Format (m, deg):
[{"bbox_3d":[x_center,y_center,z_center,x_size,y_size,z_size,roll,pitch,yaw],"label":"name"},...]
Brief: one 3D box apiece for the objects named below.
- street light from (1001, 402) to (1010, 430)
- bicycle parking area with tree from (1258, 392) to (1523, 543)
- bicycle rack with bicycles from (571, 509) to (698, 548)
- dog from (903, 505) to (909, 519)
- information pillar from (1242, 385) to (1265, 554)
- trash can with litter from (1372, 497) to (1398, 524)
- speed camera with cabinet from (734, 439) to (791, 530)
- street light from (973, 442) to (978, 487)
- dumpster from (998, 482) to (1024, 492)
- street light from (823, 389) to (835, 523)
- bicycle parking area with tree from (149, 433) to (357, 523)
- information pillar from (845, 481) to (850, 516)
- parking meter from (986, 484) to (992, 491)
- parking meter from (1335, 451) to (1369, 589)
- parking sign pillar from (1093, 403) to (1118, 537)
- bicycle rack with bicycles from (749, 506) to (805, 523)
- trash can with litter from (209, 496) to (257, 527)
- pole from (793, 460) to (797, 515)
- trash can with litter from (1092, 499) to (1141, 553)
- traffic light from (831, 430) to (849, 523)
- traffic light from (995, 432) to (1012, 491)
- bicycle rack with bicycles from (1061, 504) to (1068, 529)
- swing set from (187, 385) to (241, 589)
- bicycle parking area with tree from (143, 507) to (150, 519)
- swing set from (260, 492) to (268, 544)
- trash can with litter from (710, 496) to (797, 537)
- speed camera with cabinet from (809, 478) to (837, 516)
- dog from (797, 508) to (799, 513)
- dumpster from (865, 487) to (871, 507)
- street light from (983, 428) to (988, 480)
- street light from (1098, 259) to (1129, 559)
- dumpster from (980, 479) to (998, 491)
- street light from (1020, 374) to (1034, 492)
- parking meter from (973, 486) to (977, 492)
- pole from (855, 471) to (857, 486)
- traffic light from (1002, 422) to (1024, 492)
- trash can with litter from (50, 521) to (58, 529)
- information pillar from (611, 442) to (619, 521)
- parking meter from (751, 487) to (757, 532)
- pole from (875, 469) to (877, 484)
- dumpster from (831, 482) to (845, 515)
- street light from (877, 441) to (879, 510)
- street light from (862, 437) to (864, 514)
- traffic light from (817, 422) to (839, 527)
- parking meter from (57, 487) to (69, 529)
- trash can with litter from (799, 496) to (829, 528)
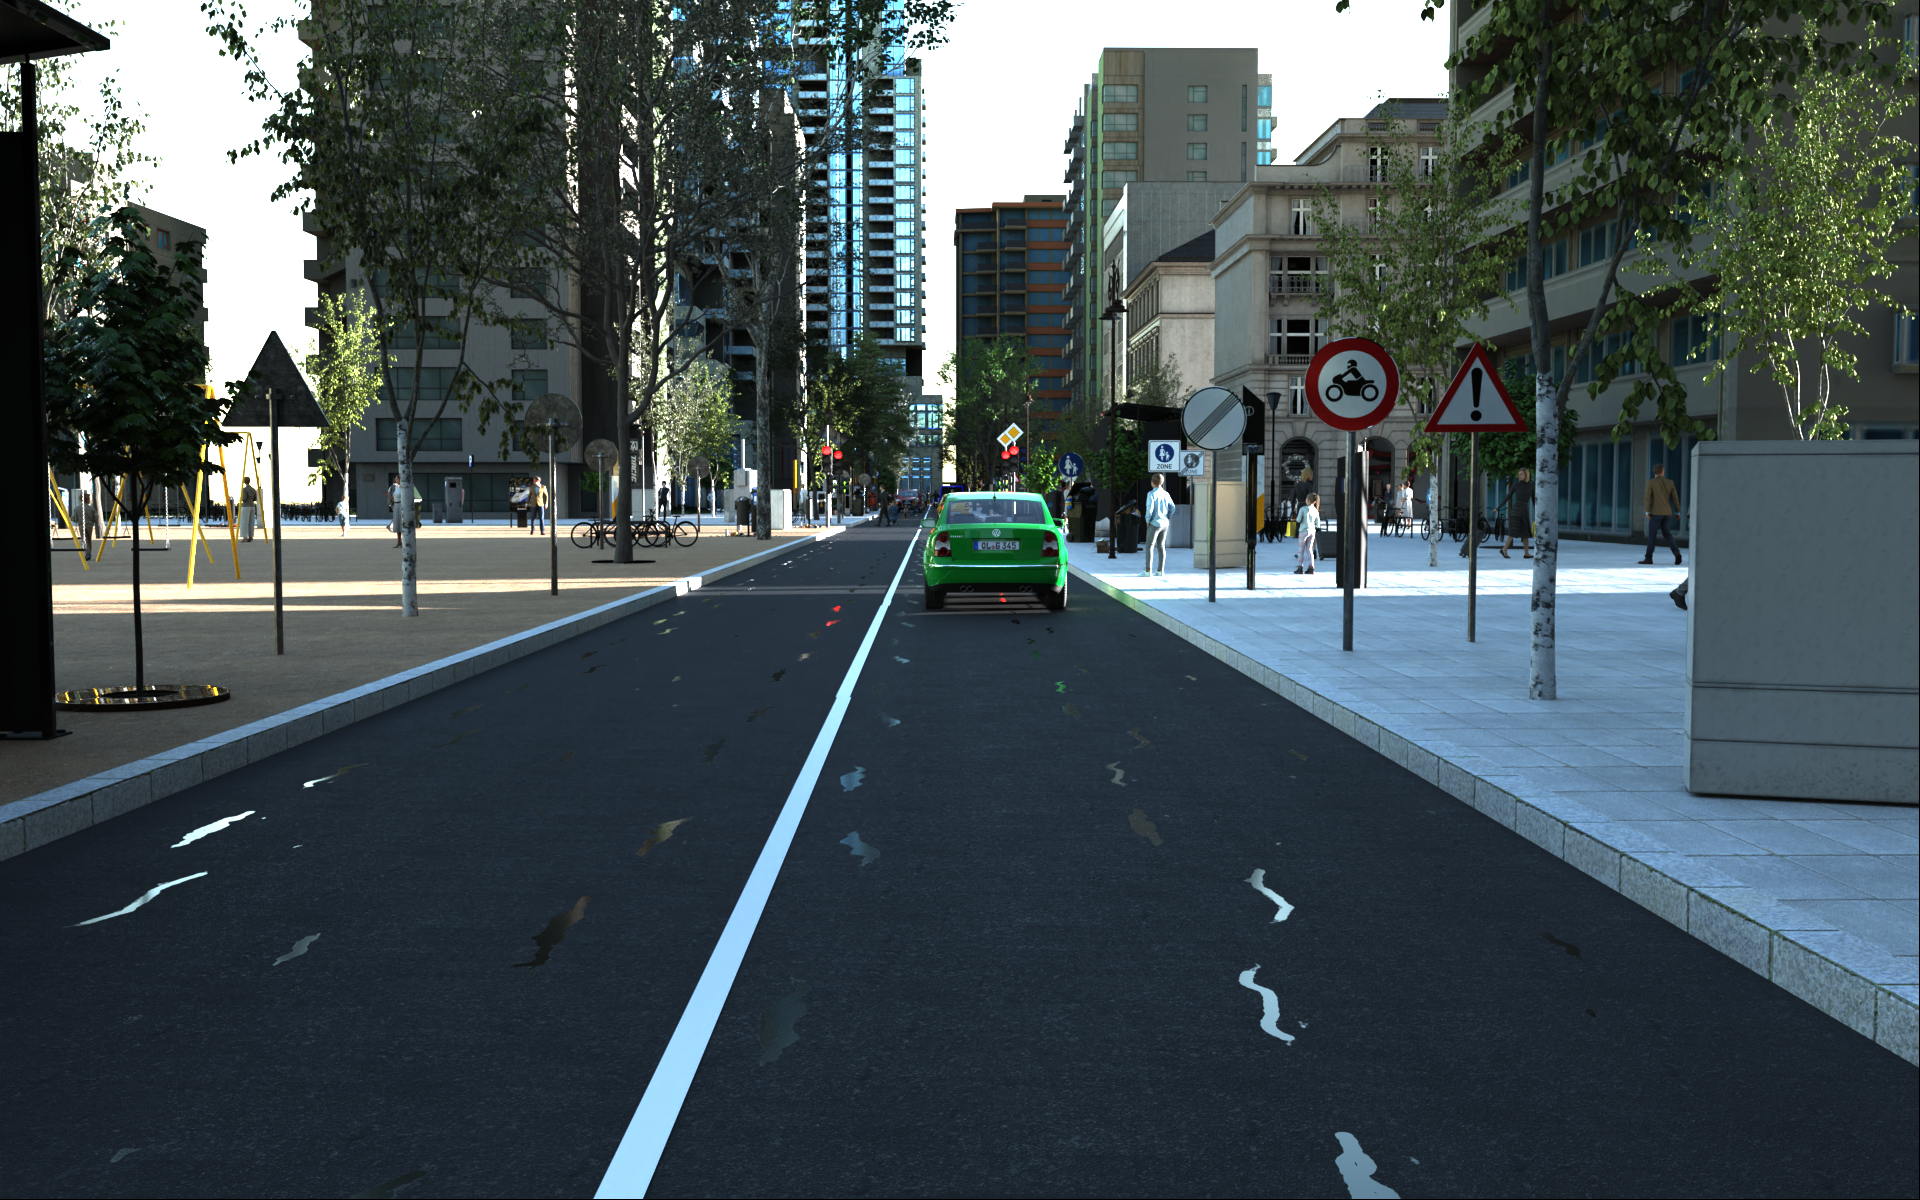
[{"bbox_3d":[2.296,-6.998,87.211,0.468,5.910,1.993,0,4,-1],"label":"street light"},{"bbox_3d":[11.393,-3.777,48.754,8.231,4.147,9.016,1,4,13],"label":"bicycle parking area with tree"},{"bbox_3d":[-7.829,-1.753,42.041,2.925,0.926,2.852,0,4,-6],"label":"bicycle rack with bicycles"},{"bbox_3d":[-3.015,-5.046,99.335,0.513,0.831,0.800,3,5,39],"label":"dog"},{"bbox_3d":[6.274,-2.800,37.141,0.504,3.616,0.183,1,4,14],"label":"information pillar"},{"bbox_3d":[18.509,-3.916,75.413,1.055,1.170,0.624,0,4,-4],"label":"trash can with litter"},{"bbox_3d":[-7.130,-4.170,62.511,2.038,3.252,0.660,1,4,21],"label":"speed camera with cabinet"},{"bbox_3d":[1.371,-10.882,150.700,0.468,5.910,1.993,0,4,-1],"label":"street light"},{"bbox_3d":[2.416,-4.549,80.133,1.264,1.857,1.865,0,4,-1],"label":"dumpster"},{"bbox_3d":[-5.789,-6.348,76.572,0.468,5.910,1.993,0,4,-1],"label":"street light"},{"bbox_3d":[-32.293,-5.722,80.558,8.231,4.147,9.016,-1,4,-15],"label":"bicycle parking area with tree"},{"bbox_3d":[-6.486,-5.833,99.866,0.304,2.012,0.304,0,4,-1],"label":"information pillar"},{"bbox_3d":[1.775,-6.069,104.940,0.255,1.863,0.399,-2,4,-27],"label":"parking meter"},{"bbox_3d":[5.338,-1.096,23.631,0.399,1.863,0.255,3,4,36],"label":"parking meter"},{"bbox_3d":[4.460,-3.876,51.852,1.447,3.967,1.447,-2,4,-24],"label":"parking sign pillar"},{"bbox_3d":[-8.217,-3.858,76.453,2.925,0.926,2.852,-2,4,-25],"label":"bicycle rack with bicycles"},{"bbox_3d":[-28.335,-3.434,67.198,1.678,1.210,2.233,-3,5,-44],"label":"trash can with litter"},{"bbox_3d":[-9.854,-6.699,103.380,0.158,3.312,0.155,0,3,0],"label":"pole"},{"bbox_3d":[3.401,-1.609,37.687,1.055,1.170,0.624,0,4,4],"label":"trash can with litter"},{"bbox_3d":[-5.288,-5.313,75.788,0.839,4.253,0.868,0,4,-1],"label":"traffic light"},{"bbox_3d":[1.972,-5.320,75.905,0.839,4.253,0.868,0,4,-1],"label":"traffic light"},{"bbox_3d":[4.716,-3.043,63.134,2.852,0.926,2.925,3,4,36],"label":"bicycle rack with bicycles"},{"bbox_3d":[-11.986,-1.651,24.621,3.119,2.851,2.862,-1,4,-10],"label":"swing set"},{"bbox_3d":[-38.492,-6.401,91.654,9.016,4.147,8.231,1,4,20],"label":"bicycle parking area with tree"},{"bbox_3d":[-19.037,-2.788,43.197,3.119,2.851,2.862,0,4,-7],"label":"swing set"},{"bbox_3d":[-6.347,-2.507,52.053,2.233,1.210,1.678,3,5,42],"label":"trash can with litter"},{"bbox_3d":[-7.952,-6.500,100.612,0.660,3.252,2.038,2,4,30],"label":"speed camera with cabinet"},{"bbox_3d":[-10.912,-6.367,118.484,0.513,0.831,0.800,-3,5,-44],"label":"dog"},{"bbox_3d":[-7.282,-8.138,138.822,1.264,1.857,1.865,0,4,-1],"label":"dumpster"},{"bbox_3d":[1.783,-8.940,118.955,0.468,5.910,1.993,0,4,-1],"label":"street light"},{"bbox_3d":[3.030,-3.762,34.302,0.468,5.910,1.993,0,4,-1],"label":"street light"},{"bbox_3d":[2.036,-6.980,116.614,1.502,2.255,1.985,0,4,-1],"label":"dumpster"},{"bbox_3d":[2.594,-5.752,66.840,0.468,5.910,1.993,0,4,-1],"label":"street light"},{"bbox_3d":[1.113,-7.768,132.724,0.255,1.863,0.399,-1,4,-10],"label":"parking meter"},{"bbox_3d":[-8.074,-8.637,135.058,0.158,3.312,0.155,0,3,0],"label":"pole"},{"bbox_3d":[2.084,-4.832,67.921,0.839,4.253,0.868,0,4,-1],"label":"traffic light"},{"bbox_3d":[-34.158,-3.248,64.487,1.055,1.170,0.624,0,4,-7],"label":"trash can with litter"},{"bbox_3d":[-15.606,-5.322,78.374,0.183,3.616,0.504,1,4,20],"label":"information pillar"},{"bbox_3d":[-6.827,-3.044,58.178,0.372,1.533,0.369,0,3,0],"label":"parking meter"},{"bbox_3d":[-6.587,-8.664,135.503,0.158,3.312,0.155,0,3,0],"label":"pole"},{"bbox_3d":[-7.419,-6.255,104.763,1.502,2.255,1.985,0,4,-1],"label":"dumpster"},{"bbox_3d":[-6.683,-10.297,141.146,0.468,5.910,1.993,0,4,-1],"label":"street light"},{"bbox_3d":[-6.133,-8.333,109.031,0.468,5.910,1.993,0,4,-1],"label":"street light"},{"bbox_3d":[-5.176,-4.825,67.804,0.839,4.253,0.868,0,4,-1],"label":"traffic light"},{"bbox_3d":[-33.264,-3.414,64.232,0.372,1.533,0.369,0,3,0],"label":"parking meter"},{"bbox_3d":[-5.810,-3.336,65.596,1.678,1.210,2.233,0,4,-6],"label":"trash can with litter"}]
